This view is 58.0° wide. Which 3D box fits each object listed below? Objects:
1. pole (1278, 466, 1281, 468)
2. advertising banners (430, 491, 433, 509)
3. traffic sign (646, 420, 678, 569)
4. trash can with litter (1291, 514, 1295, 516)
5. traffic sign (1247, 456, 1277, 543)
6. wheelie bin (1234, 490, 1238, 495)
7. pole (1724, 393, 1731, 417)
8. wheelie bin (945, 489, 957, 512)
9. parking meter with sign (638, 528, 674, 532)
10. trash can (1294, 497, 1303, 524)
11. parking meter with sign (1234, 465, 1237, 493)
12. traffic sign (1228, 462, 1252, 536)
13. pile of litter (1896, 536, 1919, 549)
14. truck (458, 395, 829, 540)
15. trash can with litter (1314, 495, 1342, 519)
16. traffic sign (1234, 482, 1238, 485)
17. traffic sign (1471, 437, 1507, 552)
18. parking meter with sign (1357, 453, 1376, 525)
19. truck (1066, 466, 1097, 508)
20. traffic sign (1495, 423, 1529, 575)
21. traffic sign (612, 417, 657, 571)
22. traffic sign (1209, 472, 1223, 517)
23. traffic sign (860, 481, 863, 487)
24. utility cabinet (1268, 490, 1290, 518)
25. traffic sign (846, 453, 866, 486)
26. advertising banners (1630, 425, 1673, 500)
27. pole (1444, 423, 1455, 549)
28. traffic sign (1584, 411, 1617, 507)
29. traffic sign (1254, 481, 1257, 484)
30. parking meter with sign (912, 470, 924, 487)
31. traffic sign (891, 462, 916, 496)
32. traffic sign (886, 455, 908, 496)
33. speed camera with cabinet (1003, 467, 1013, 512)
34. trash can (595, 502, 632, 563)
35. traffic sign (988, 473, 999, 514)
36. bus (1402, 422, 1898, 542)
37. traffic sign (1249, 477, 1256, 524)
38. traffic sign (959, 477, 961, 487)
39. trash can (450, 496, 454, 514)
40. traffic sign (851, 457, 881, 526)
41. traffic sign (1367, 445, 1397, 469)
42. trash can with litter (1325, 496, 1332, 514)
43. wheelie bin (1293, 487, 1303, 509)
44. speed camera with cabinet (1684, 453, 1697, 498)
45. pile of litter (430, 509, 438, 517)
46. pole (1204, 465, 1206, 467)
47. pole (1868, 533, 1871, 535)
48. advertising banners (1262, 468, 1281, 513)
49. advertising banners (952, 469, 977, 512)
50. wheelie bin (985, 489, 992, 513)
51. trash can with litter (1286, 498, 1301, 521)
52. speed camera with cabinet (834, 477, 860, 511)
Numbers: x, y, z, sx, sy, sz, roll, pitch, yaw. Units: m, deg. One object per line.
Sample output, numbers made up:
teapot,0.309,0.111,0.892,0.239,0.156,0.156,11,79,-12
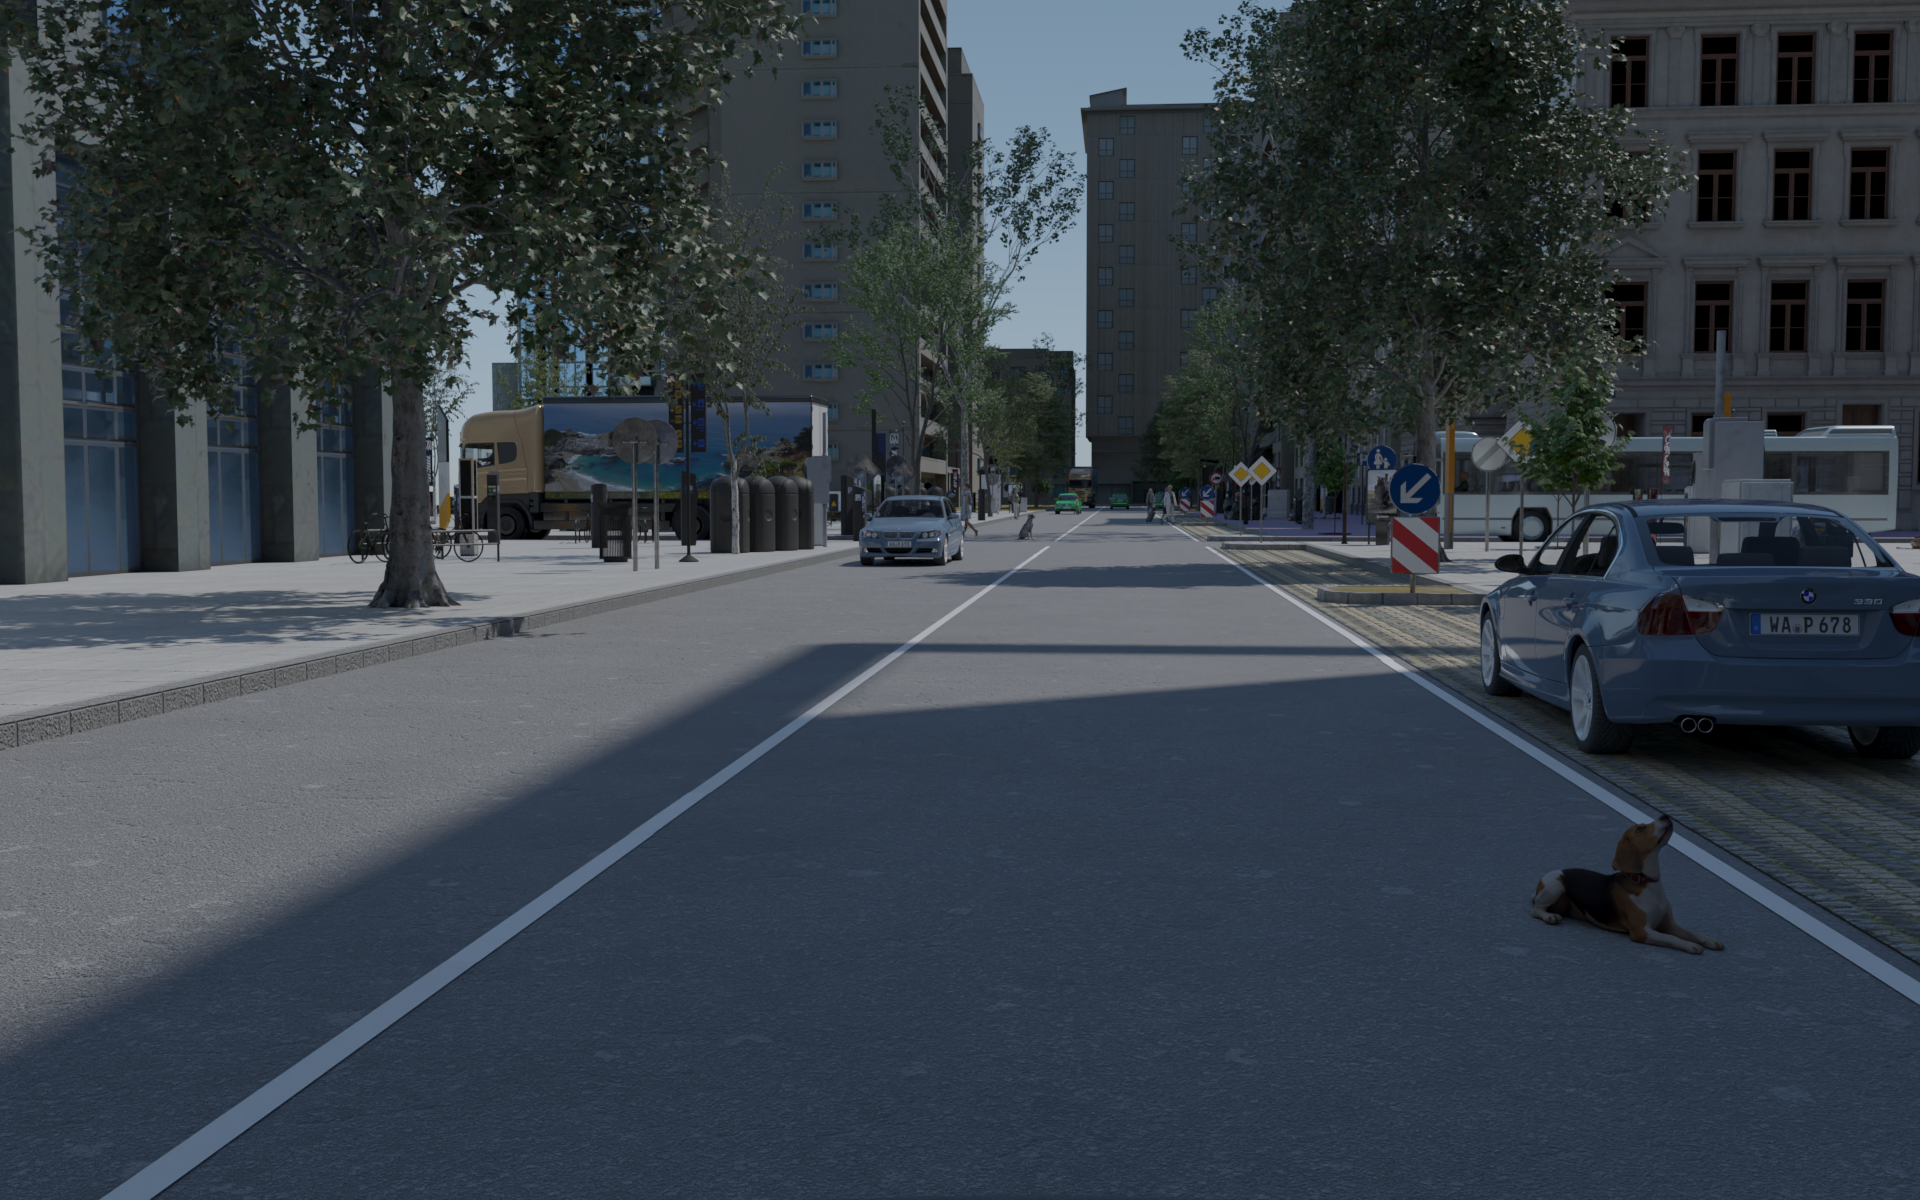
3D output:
pole,23.275,-8.109,126.420,0.158,3.312,0.155,0,3,0
advertising banners,-30.824,-6.392,100.691,2.074,3.025,0.090,-1,4,-17
traffic sign,-5.198,-1.806,29.636,0.768,2.556,0.104,1,4,10
trash can with litter,19.271,-5.348,98.499,1.678,1.210,2.233,-1,4,-18
traffic sign,7.884,-2.547,45.294,0.795,2.450,0.064,0,4,5
wheelie bin,20.115,-7.161,124.985,0.693,1.594,0.980,-2,4,-27
pole,15.465,-2.522,35.085,0.158,3.312,0.155,0,3,0
wheelie bin,-0.633,-6.724,117.853,0.693,1.594,0.980,-3,5,-39
parking meter with sign,-10.010,-3.786,58.163,1.738,3.016,0.543,-2,4,-26
trash can,14.518,-3.775,73.374,0.748,1.137,0.748,0,3,0
parking meter with sign,17.559,-6.699,105.789,1.738,3.016,0.543,-2,4,-25
traffic sign,8.629,-3.034,53.244,0.795,2.450,0.064,0,4,5
pile of litter,22.742,-1.615,40.377,1.719,0.858,1.176,1,4,23
truck,-9.584,-3.777,50.670,11.283,4.237,2.839,0,4,7
trash can with litter,18.647,-4.758,88.855,2.233,1.210,1.678,1,4,19
traffic sign,16.179,-6.082,99.452,0.884,2.594,0.081,1,4,12
traffic sign,11.768,-2.355,38.603,0.768,2.556,0.104,1,4,10
parking meter with sign,17.359,-4.663,72.501,0.543,3.016,1.738,-2,4,-24
truck,12.575,-11.529,177.410,2.839,4.237,11.283,0,4,7
traffic sign,8.273,-1.487,25.504,0.795,2.450,0.064,0,4,6
traffic sign,-5.391,-1.748,28.694,0.768,2.556,0.104,0,4,6
traffic sign,14.596,-6.030,98.690,0.768,2.556,0.104,0,4,7
traffic sign,-3.411,-3.658,59.907,0.768,2.556,0.104,1,4,14
utility cabinet,16.581,-4.981,90.111,1.173,1.500,0.318,3,5,44
traffic sign,-3.201,-3.316,54.318,0.768,2.556,0.104,1,4,13
advertising banners,17.378,-2.893,43.482,2.074,3.025,0.090,-3,5,-42
pole,11.374,-2.837,40.225,0.158,3.312,0.155,0,3,0
traffic sign,9.093,-1.530,25.118,0.768,2.556,0.104,1,4,10
traffic sign,13.214,-4.729,78.498,0.795,2.450,0.064,1,4,12
parking meter with sign,-2.743,-7.759,123.126,0.543,3.016,1.738,2,4,25
traffic sign,-1.767,-3.094,54.236,0.795,2.450,0.064,0,4,5
traffic sign,-2.086,-3.462,56.712,0.768,2.556,0.104,1,4,13
speed camera with cabinet,2.803,-8.000,125.129,2.038,3.252,0.660,1,4,9
trash can,-6.494,-1.283,32.631,0.748,1.137,0.748,0,3,0
traffic sign,1.942,-6.338,103.738,0.768,2.556,0.104,1,4,13
bus,18.487,-3.250,48.001,13.247,3.499,2.948,0,4,6
traffic sign,12.639,-4.518,75.056,0.795,2.450,0.064,1,4,14
traffic sign,0.244,-6.333,105.672,0.606,2.300,0.079,0,4,6
trash can,-31.486,-5.883,107.833,0.748,1.137,0.748,0,3,0
traffic sign,-2.513,-2.608,46.286,0.795,2.450,0.064,0,4,5
traffic sign,11.012,-2.764,45.293,0.768,2.556,0.104,1,4,8
trash can with litter,23.248,-5.978,109.129,0.624,1.170,1.055,1,4,17
wheelie bin,16.395,-4.594,83.026,0.693,1.594,0.980,-1,4,-18
speed camera with cabinet,15.942,-2.617,37.124,0.660,3.252,2.038,1,4,17
pile of litter,-30.671,-5.204,99.043,1.719,0.858,1.176,0,4,-1
pole,17.405,-7.904,123.078,0.158,3.312,0.155,0,3,0
pole,27.933,-3.634,53.257,0.158,3.312,0.155,0,3,0
advertising banners,20.756,-7.295,115.458,0.090,3.025,2.074,-2,4,-27
advertising banners,0.301,-7.643,121.148,2.074,3.025,0.090,-2,4,-32
wheelie bin,1.701,-6.548,114.965,0.980,1.594,0.693,2,4,35
trash can with litter,16.000,-4.314,81.927,1.055,1.170,0.624,-2,4,-28
speed camera with cabinet,-7.236,-6.939,107.787,2.038,3.252,0.660,1,4,18
